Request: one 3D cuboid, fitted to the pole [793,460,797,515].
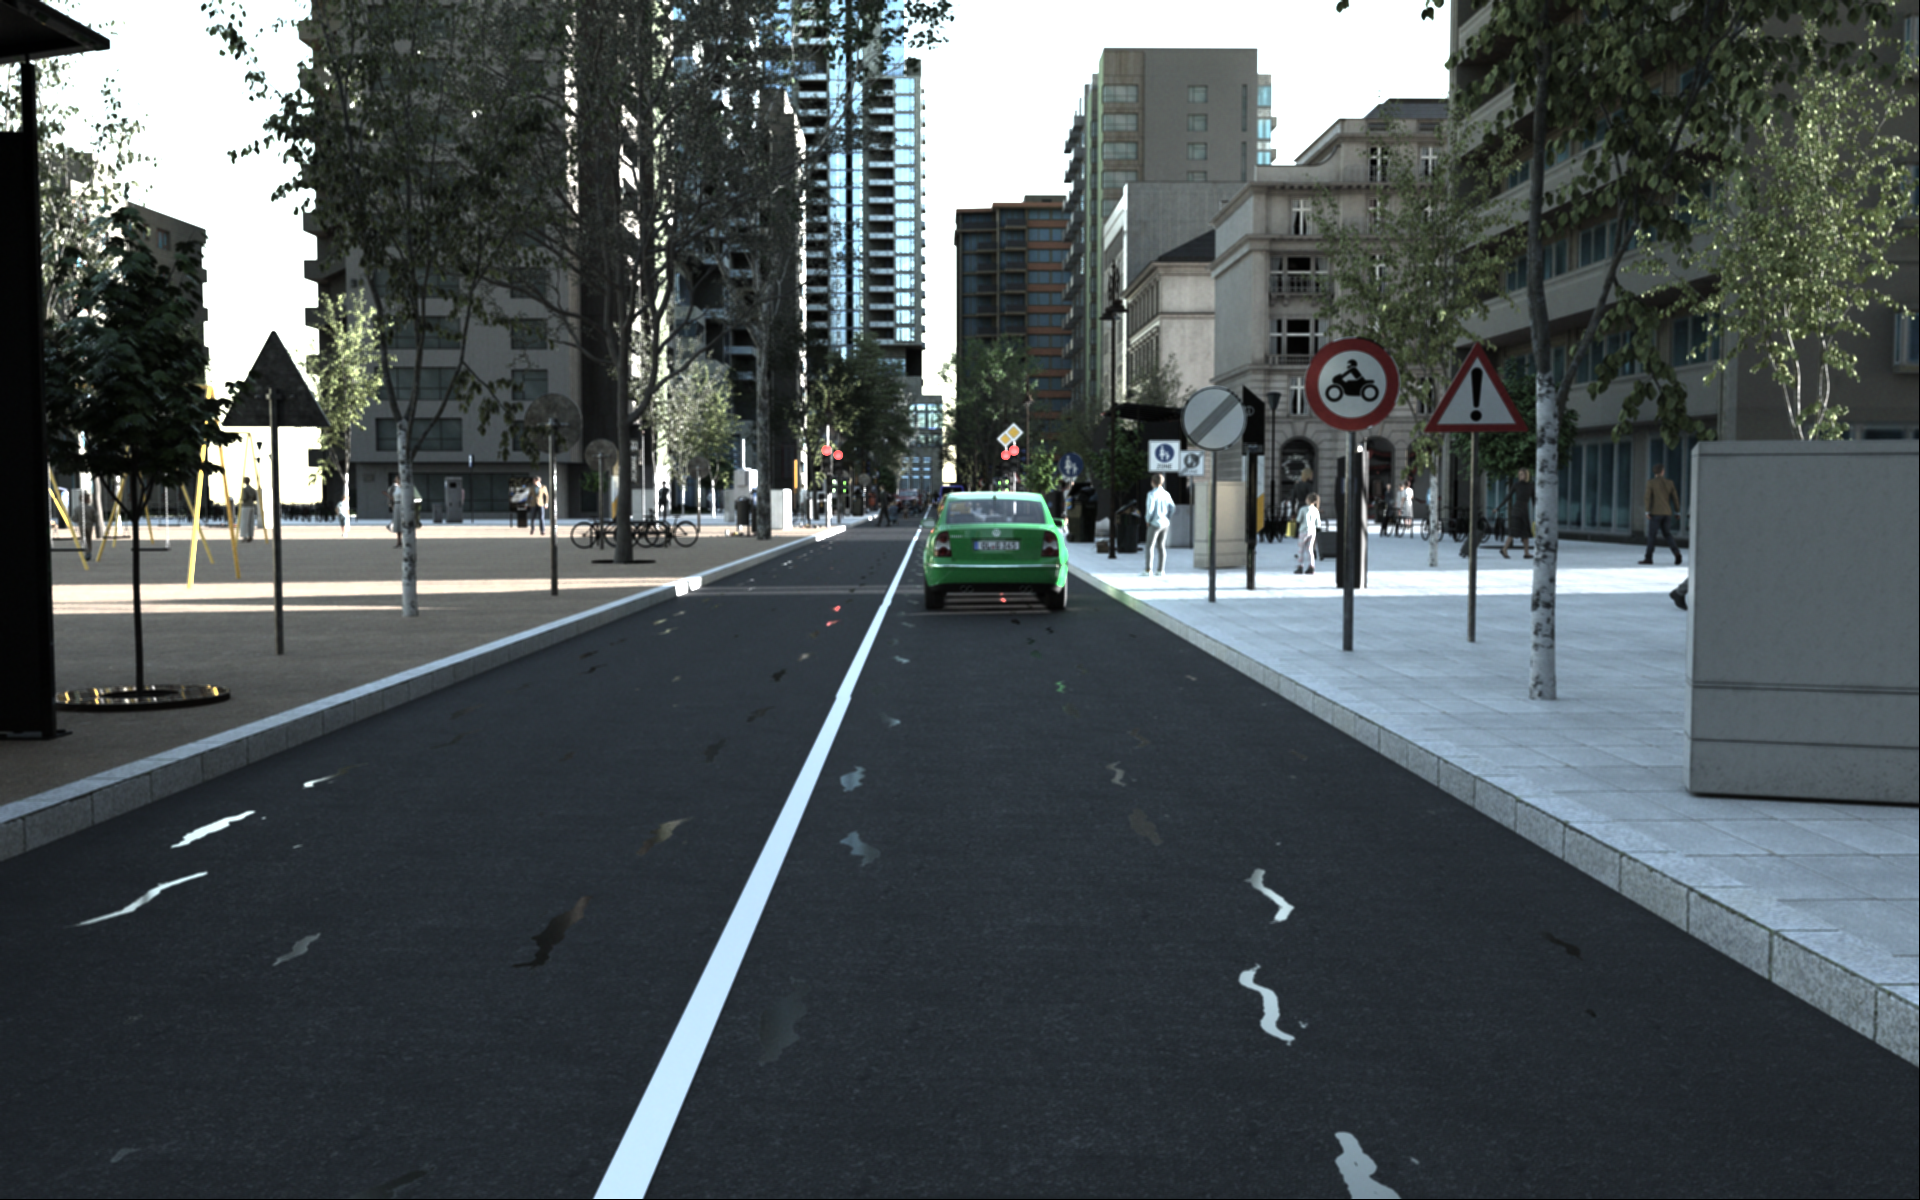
[{"bbox_3d":[-9.854,-6.699,103.380,0.158,3.312,0.155,0,3,0],"label":"pole"}]

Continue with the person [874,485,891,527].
[{"bbox_3d":[-3.414,-4.159,76.273,0.755,1.850,0.659,1,4,9],"label":"person"}]

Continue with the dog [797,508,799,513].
[{"bbox_3d":[-10.912,-6.367,118.484,0.513,0.831,0.800,-3,5,-44],"label":"dog"}]

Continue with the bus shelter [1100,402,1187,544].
[{"bbox_3d":[5.005,-3.436,47.456,1.731,3.624,6.357,0,4,-1],"label":"bus shelter"}]

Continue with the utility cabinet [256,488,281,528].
[{"bbox_3d":[-25.964,-3.445,65.011,0.318,1.500,1.173,0,4,8],"label":"utility cabinet"}]

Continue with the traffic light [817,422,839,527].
[{"bbox_3d":[-5.176,-4.825,67.804,0.839,4.253,0.868,0,4,-1],"label":"traffic light"}]

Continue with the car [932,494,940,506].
[{"bbox_3d":[-2.467,-12.433,212.866,1.945,1.707,3.694,0,4,-2],"label":"car"}]

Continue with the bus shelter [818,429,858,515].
[{"bbox_3d":[-7.780,-8.104,110.130,2.179,5.291,8.768,0,4,-1],"label":"bus shelter"}]

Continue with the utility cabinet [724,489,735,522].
[{"bbox_3d":[-10.486,-4.283,78.713,0.318,1.500,1.173,-1,4,-18],"label":"utility cabinet"}]

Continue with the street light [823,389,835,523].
[{"bbox_3d":[-5.789,-6.348,76.572,0.468,5.910,1.993,0,4,-1],"label":"street light"}]

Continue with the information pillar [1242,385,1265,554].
[{"bbox_3d":[6.274,-2.800,37.141,0.504,3.616,0.183,1,4,14],"label":"information pillar"}]

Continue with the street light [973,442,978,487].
[{"bbox_3d":[1.371,-10.882,150.700,0.468,5.910,1.993,0,4,-1],"label":"street light"}]

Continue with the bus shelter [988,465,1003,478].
[{"bbox_3d":[3.166,-9.229,142.175,1.731,3.624,6.357,0,4,-1],"label":"bus shelter"}]

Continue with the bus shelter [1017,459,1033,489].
[{"bbox_3d":[4.008,-6.632,102.362,2.014,3.302,5.546,0,4,-1],"label":"bus shelter"}]

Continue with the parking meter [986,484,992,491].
[{"bbox_3d":[1.775,-6.069,104.940,0.255,1.863,0.399,-2,4,-27],"label":"parking meter"}]

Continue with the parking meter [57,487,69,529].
[{"bbox_3d":[-33.264,-3.414,64.232,0.372,1.533,0.369,0,3,0],"label":"parking meter"}]

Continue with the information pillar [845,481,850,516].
[{"bbox_3d":[-6.486,-5.833,99.866,0.304,2.012,0.304,0,4,-1],"label":"information pillar"}]

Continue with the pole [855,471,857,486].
[{"bbox_3d":[-8.074,-8.637,135.058,0.158,3.312,0.155,0,3,0],"label":"pole"}]

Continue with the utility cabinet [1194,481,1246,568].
[{"bbox_3d":[4.503,-1.302,29.965,0.318,1.500,1.173,3,5,43],"label":"utility cabinet"}]

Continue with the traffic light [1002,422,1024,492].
[{"bbox_3d":[2.084,-4.832,67.921,0.839,4.253,0.868,0,4,-1],"label":"traffic light"}]

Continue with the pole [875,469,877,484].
[{"bbox_3d":[-6.587,-8.664,135.503,0.158,3.312,0.155,0,3,0],"label":"pole"}]

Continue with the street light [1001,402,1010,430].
[{"bbox_3d":[2.296,-6.998,87.211,0.468,5.910,1.993,0,4,-1],"label":"street light"}]

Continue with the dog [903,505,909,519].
[{"bbox_3d":[-3.015,-5.046,99.335,0.513,0.831,0.800,3,5,39],"label":"dog"}]

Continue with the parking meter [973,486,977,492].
[{"bbox_3d":[1.113,-7.768,132.724,0.255,1.863,0.399,-1,4,-10],"label":"parking meter"}]

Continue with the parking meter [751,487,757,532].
[{"bbox_3d":[-6.827,-3.044,58.178,0.372,1.533,0.369,0,3,0],"label":"parking meter"}]

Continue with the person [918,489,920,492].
[{"bbox_3d":[-3.460,-8.234,142.996,0.818,1.842,0.514,-2,4,-34],"label":"person"}]

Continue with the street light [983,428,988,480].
[{"bbox_3d":[1.783,-8.940,118.955,0.468,5.910,1.993,0,4,-1],"label":"street light"}]

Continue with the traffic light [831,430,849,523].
[{"bbox_3d":[-5.288,-5.313,75.788,0.839,4.253,0.868,0,4,-1],"label":"traffic light"}]

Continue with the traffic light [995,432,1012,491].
[{"bbox_3d":[1.972,-5.320,75.905,0.839,4.253,0.868,0,4,-1],"label":"traffic light"}]

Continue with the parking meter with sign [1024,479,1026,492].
[{"bbox_3d":[3.264,-5.048,78.788,1.738,3.016,0.543,0,4,2],"label":"parking meter with sign"}]

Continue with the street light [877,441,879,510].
[{"bbox_3d":[-6.683,-10.297,141.146,0.468,5.910,1.993,0,4,-1],"label":"street light"}]

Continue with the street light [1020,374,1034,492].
[{"bbox_3d":[2.594,-5.752,66.840,0.468,5.910,1.993,0,4,-1],"label":"street light"}]

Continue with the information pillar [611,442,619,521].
[{"bbox_3d":[-15.606,-5.322,78.374,0.183,3.616,0.504,1,4,20],"label":"information pillar"}]

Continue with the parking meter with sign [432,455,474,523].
[{"bbox_3d":[-22.405,-4.911,76.549,1.738,3.016,0.543,-2,4,-29],"label":"parking meter with sign"}]

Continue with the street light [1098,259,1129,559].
[{"bbox_3d":[3.030,-3.762,34.302,0.468,5.910,1.993,0,4,-1],"label":"street light"}]

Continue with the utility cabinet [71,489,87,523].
[{"bbox_3d":[-38.638,-4.121,76.051,0.318,1.500,1.173,-1,4,-10],"label":"utility cabinet"}]

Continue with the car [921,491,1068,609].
[{"bbox_3d":[0.441,-0.867,22.967,1.959,1.807,4.718,0,3,0],"label":"car"}]

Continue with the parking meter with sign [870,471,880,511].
[{"bbox_3d":[-6.425,-8.167,129.790,0.543,3.016,1.738,0,4,7],"label":"parking meter with sign"}]

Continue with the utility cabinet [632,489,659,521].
[{"bbox_3d":[-14.233,-4.261,78.344,1.173,1.500,0.318,0,4,-6],"label":"utility cabinet"}]

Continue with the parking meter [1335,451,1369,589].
[{"bbox_3d":[5.338,-1.096,23.631,0.399,1.863,0.255,3,4,36],"label":"parking meter"}]

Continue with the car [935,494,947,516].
[{"bbox_3d":[-0.348,-5.142,94.293,2.015,1.641,3.980,0,4,-3],"label":"car"}]

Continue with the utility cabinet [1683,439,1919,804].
[{"bbox_3d":[3.689,0.088,7.248,1.173,1.500,0.318,1,4,18],"label":"utility cabinet"}]

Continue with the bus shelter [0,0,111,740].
[{"bbox_3d":[-5.199,-0.899,5.979,1.731,3.624,6.357,0,4,-1],"label":"bus shelter"}]

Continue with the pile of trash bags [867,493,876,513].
[{"bbox_3d":[-7.235,-6.621,118.013,3.447,1.369,1.912,-2,4,-34],"label":"pile of trash bags"}]

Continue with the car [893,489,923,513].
[{"bbox_3d":[-3.961,-7.634,133.495,2.281,1.827,5.304,0,4,1],"label":"car"}]

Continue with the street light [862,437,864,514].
[{"bbox_3d":[-6.133,-8.333,109.031,0.468,5.910,1.993,0,4,-1],"label":"street light"}]
